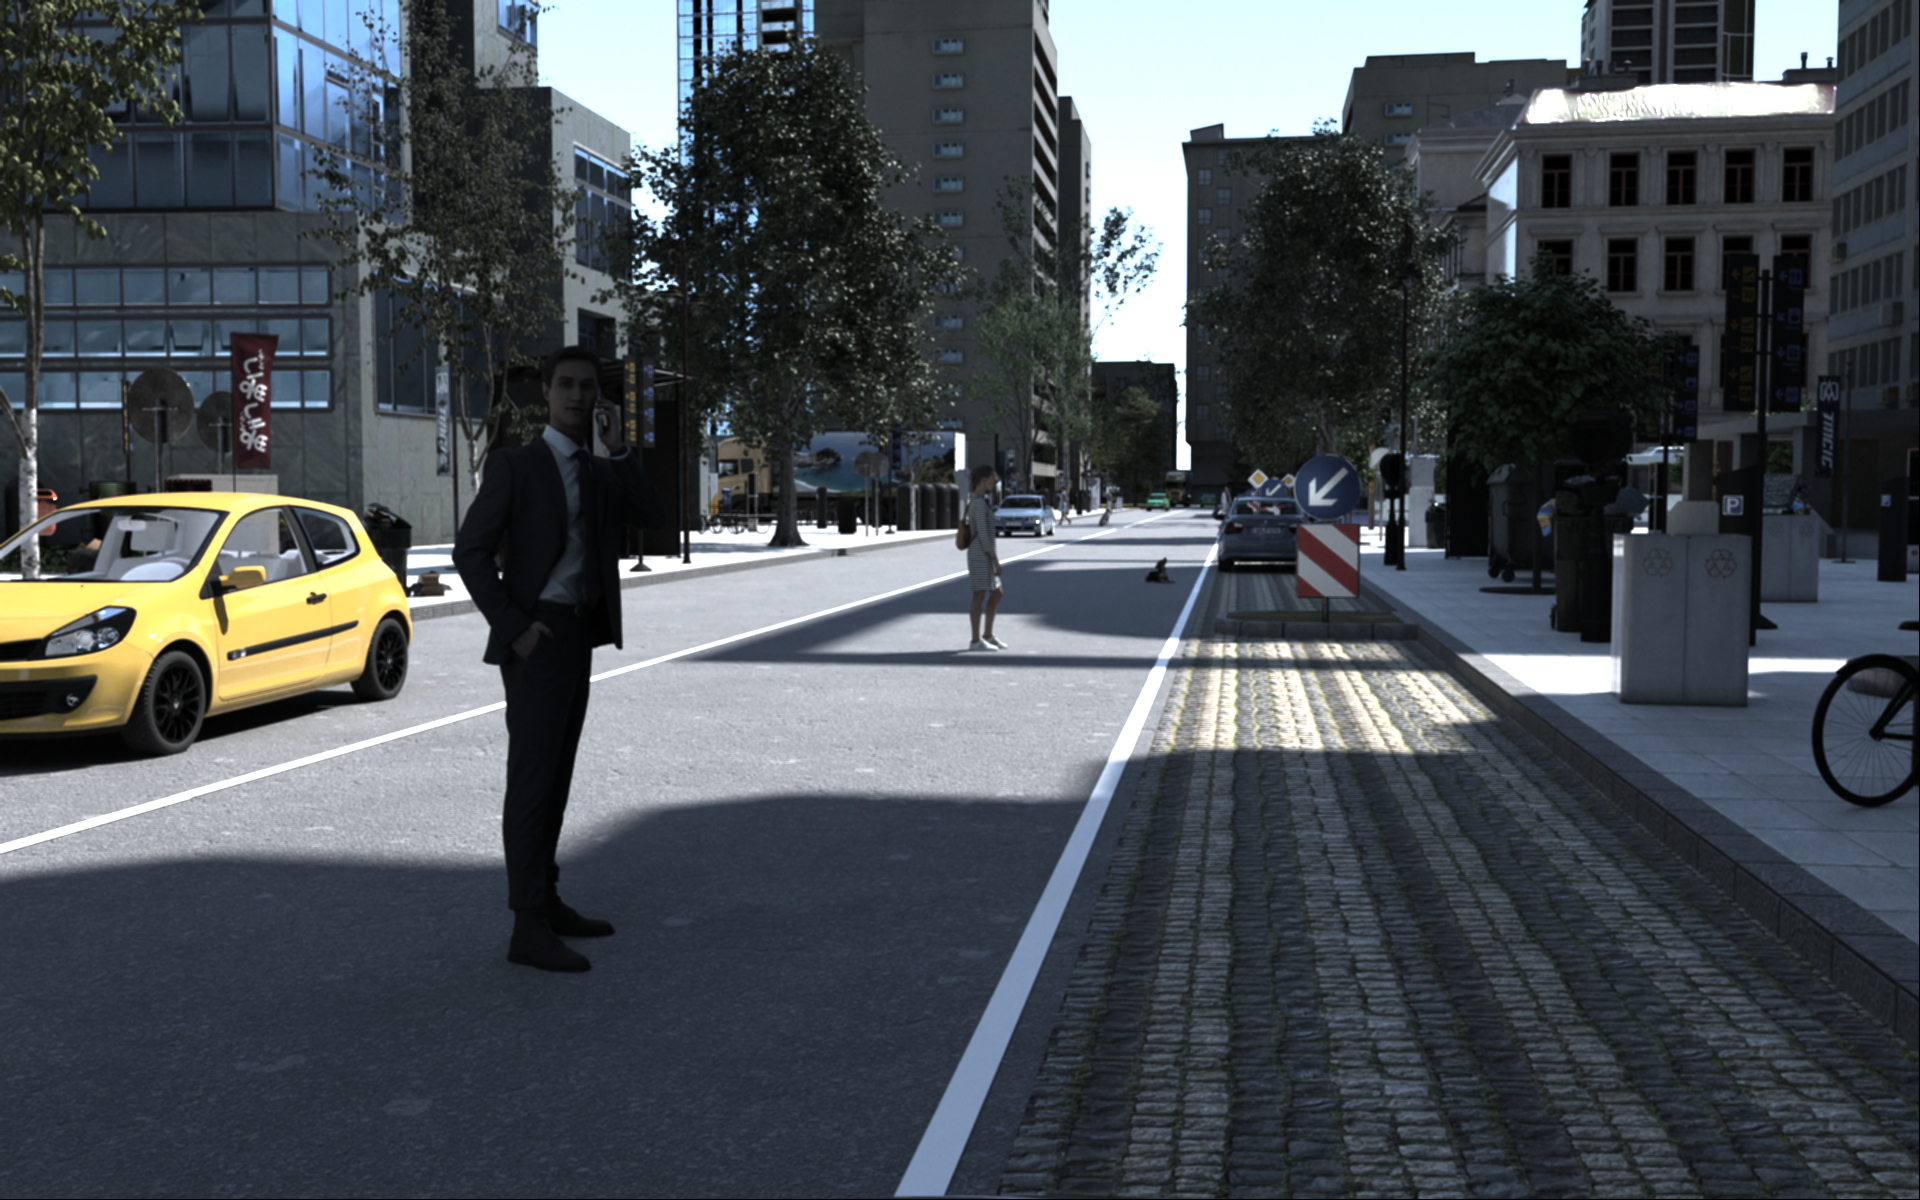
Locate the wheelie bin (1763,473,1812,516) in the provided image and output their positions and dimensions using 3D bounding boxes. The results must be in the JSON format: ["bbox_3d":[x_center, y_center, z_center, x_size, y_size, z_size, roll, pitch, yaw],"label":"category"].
[{"bbox_3d":[12.638,-1.149,26.702,0.693,1.594,0.980,-2,4,-32],"label":"wheelie bin"}]

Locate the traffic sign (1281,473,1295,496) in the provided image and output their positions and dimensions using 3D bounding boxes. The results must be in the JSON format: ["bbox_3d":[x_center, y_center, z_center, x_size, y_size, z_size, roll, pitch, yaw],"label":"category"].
[{"bbox_3d":[18.303,-5.836,96.604,0.795,2.450,0.064,1,4,18],"label":"traffic sign"}]

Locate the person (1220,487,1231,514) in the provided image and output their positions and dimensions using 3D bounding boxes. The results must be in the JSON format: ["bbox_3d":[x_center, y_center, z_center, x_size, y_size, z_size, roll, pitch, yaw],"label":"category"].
[{"bbox_3d":[15.317,-5.604,100.004,0.514,1.842,0.818,-3,5,-43],"label":"person"}]

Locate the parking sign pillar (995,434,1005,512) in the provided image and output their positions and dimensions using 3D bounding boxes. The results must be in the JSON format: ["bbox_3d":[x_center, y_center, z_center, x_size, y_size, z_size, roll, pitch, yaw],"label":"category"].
[{"bbox_3d":[1.791,-5.488,78.201,1.447,3.967,1.447,0,4,2],"label":"parking sign pillar"}]

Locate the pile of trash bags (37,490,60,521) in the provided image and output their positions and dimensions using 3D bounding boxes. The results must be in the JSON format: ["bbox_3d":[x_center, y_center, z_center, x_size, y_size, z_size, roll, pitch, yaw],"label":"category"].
[{"bbox_3d":[-19.602,-1.489,34.092,3.447,1.369,1.912,-3,5,-43],"label":"pile of trash bags"}]

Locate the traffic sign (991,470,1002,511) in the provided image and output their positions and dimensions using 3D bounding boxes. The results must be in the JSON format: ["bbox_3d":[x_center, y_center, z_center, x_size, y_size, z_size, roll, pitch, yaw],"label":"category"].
[{"bbox_3d":[1.270,-3.991,68.901,0.795,2.450,0.064,1,4,9],"label":"traffic sign"}]

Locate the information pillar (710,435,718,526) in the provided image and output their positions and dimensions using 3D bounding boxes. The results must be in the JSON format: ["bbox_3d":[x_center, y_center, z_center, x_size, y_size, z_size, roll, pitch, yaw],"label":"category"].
[{"bbox_3d":[-9.753,-4.726,68.617,0.183,3.616,0.504,-3,5,-39],"label":"information pillar"}]

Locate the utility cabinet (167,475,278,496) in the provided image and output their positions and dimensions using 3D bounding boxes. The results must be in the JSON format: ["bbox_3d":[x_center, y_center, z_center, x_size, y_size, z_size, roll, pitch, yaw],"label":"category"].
[{"bbox_3d":[-8.557,-0.701,20.145,0.318,1.500,1.173,3,5,41],"label":"utility cabinet"}]

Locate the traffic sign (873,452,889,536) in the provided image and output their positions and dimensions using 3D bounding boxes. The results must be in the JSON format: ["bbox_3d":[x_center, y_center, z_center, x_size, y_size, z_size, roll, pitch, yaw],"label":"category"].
[{"bbox_3d":[-2.516,-3.202,52.466,0.768,2.556,0.104,1,4,13],"label":"traffic sign"}]

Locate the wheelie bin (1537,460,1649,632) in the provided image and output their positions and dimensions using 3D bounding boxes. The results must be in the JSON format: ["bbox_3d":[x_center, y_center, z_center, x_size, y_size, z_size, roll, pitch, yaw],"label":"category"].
[{"bbox_3d":[5.912,-0.507,16.192,0.980,1.594,0.693,1,4,17],"label":"wheelie bin"}]

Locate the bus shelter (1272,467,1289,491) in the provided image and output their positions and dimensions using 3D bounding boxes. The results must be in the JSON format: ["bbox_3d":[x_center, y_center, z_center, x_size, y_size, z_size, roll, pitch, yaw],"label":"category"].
[{"bbox_3d":[25.310,-8.946,137.556,1.731,3.624,6.357,1,4,9],"label":"bus shelter"}]

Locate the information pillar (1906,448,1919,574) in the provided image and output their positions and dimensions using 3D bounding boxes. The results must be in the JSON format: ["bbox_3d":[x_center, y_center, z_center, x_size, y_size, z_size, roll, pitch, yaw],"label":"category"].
[{"bbox_3d":[15.436,-1.435,27.946,0.304,2.012,0.304,2,4,32],"label":"information pillar"}]

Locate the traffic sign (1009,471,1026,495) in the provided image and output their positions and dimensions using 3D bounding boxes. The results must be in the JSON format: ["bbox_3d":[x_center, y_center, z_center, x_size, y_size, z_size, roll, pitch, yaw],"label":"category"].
[{"bbox_3d":[2.542,-4.474,76.784,0.795,2.450,0.064,1,4,9],"label":"traffic sign"}]

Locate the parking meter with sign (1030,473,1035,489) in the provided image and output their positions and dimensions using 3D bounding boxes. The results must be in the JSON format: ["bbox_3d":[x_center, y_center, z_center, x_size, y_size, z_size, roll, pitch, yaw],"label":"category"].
[{"bbox_3d":[6.154,-9.133,145.587,0.543,3.016,1.738,2,4,29],"label":"parking meter with sign"}]

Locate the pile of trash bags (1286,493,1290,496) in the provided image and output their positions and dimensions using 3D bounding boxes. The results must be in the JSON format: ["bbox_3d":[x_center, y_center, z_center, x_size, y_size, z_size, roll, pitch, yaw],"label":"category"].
[{"bbox_3d":[20.696,-6.055,108.744,1.912,1.369,3.447,0,4,6],"label":"pile of trash bags"}]

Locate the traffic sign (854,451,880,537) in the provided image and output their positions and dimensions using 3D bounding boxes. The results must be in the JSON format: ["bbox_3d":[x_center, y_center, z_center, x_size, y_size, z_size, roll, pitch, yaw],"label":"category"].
[{"bbox_3d":[-2.772,-3.146,51.539,0.768,2.556,0.104,1,4,10],"label":"traffic sign"}]

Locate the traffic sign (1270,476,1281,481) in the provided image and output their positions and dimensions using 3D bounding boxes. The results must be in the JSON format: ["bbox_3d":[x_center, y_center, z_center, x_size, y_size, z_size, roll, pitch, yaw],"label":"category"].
[{"bbox_3d":[21.828,-7.336,120.056,0.768,2.556,0.104,1,4,10],"label":"traffic sign"}]

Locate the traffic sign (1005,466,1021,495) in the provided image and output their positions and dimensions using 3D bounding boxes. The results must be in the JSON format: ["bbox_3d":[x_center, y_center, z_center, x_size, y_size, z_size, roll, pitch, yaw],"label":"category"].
[{"bbox_3d":[2.390,-4.842,79.276,0.768,2.556,0.104,1,4,17],"label":"traffic sign"}]

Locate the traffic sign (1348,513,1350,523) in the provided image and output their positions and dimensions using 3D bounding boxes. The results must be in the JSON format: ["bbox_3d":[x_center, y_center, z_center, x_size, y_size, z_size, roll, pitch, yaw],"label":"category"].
[{"bbox_3d":[10.650,-2.830,47.450,0.795,2.450,0.064,1,4,10],"label":"traffic sign"}]

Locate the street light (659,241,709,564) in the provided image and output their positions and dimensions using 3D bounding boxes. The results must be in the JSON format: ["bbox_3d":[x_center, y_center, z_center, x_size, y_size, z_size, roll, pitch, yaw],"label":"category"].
[{"bbox_3d":[-5.047,-3.611,31.825,0.468,5.910,1.993,1,4,9],"label":"street light"}]

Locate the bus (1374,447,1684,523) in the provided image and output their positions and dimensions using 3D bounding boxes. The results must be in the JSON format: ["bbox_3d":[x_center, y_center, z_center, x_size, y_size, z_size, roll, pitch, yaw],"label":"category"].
[{"bbox_3d":[22.339,-4.548,69.220,13.247,3.499,2.948,1,4,10],"label":"bus"}]

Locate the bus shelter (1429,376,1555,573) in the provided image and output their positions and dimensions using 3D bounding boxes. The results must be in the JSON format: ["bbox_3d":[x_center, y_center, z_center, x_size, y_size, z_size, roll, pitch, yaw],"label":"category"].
[{"bbox_3d":[9.609,-2.434,31.084,1.731,3.624,6.357,1,4,9],"label":"bus shelter"}]

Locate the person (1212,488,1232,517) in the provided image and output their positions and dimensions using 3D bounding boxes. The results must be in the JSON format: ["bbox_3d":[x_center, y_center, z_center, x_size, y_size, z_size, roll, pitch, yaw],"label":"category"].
[{"bbox_3d":[16.634,-6.163,109.474,1.509,1.804,0.699,-1,4,-15],"label":"person"}]

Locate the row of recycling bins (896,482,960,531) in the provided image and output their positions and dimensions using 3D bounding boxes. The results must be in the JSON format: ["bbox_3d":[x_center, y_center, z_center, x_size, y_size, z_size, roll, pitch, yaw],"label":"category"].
[{"bbox_3d":[-1.064,-3.337,61.673,1.069,1.692,3.534,2,4,31],"label":"row of recycling bins"}]

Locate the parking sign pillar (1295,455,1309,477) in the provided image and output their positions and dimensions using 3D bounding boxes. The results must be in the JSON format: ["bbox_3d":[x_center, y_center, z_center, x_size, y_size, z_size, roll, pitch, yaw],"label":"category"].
[{"bbox_3d":[23.520,-7.919,117.943,1.447,3.967,1.447,-1,4,-12],"label":"parking sign pillar"}]

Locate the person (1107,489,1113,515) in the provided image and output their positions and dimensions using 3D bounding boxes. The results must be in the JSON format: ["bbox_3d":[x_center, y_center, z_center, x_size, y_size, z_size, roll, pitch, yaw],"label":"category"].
[{"bbox_3d":[10.346,-6.747,119.366,0.362,1.759,0.519,2,4,26],"label":"person"}]

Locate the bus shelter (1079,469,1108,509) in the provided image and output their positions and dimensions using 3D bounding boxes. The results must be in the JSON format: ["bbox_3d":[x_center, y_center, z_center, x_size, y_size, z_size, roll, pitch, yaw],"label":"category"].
[{"bbox_3d":[11.118,-9.183,144.069,2.014,3.302,5.546,1,4,9],"label":"bus shelter"}]

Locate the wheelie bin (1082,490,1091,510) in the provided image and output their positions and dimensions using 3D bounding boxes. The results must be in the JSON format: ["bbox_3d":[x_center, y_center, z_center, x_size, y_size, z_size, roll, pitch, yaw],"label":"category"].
[{"bbox_3d":[10.042,-7.905,137.150,0.980,1.594,0.693,3,4,38],"label":"wheelie bin"}]

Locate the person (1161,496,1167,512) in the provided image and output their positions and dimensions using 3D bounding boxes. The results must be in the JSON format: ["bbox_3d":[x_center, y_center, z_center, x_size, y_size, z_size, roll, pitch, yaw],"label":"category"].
[{"bbox_3d":[16.490,-7.780,139.950,0.590,1.304,0.306,-3,4,-36],"label":"person"}]

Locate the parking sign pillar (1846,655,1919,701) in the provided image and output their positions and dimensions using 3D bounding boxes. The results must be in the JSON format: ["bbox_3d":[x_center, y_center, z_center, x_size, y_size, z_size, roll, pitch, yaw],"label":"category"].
[{"bbox_3d":[6.506,-1.379,11.016,1.447,3.967,1.447,2,4,25],"label":"parking sign pillar"}]

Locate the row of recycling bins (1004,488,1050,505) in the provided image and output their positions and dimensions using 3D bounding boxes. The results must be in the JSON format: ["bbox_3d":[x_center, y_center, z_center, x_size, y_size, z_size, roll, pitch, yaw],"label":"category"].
[{"bbox_3d":[4.317,-6.619,115.331,3.534,1.692,1.069,-1,4,-20],"label":"row of recycling bins"}]

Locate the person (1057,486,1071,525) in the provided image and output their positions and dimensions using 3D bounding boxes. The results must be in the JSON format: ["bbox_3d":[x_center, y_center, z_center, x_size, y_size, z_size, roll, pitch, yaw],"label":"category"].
[{"bbox_3d":[4.850,-4.388,80.344,0.778,1.811,0.616,2,4,35],"label":"person"}]

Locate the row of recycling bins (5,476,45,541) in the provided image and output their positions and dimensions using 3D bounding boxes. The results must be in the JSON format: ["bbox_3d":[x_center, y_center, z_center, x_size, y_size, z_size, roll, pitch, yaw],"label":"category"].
[{"bbox_3d":[-22.344,-1.926,38.595,3.534,1.692,1.069,-2,4,-24],"label":"row of recycling bins"}]

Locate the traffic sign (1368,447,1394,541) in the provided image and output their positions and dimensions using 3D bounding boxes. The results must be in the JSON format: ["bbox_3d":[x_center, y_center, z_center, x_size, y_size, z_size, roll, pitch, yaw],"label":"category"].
[{"bbox_3d":[11.442,-2.869,47.011,0.768,2.556,0.104,1,4,14],"label":"traffic sign"}]

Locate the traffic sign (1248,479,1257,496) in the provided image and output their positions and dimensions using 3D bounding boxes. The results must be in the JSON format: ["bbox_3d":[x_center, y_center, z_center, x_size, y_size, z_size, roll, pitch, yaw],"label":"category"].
[{"bbox_3d":[12.850,-4.371,75.105,0.795,2.450,0.064,1,4,9],"label":"traffic sign"}]

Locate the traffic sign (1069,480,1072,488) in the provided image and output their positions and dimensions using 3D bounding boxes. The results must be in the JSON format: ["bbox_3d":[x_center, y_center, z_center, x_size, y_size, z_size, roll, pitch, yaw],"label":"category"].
[{"bbox_3d":[7.972,-7.697,127.974,0.606,2.300,0.079,1,4,10],"label":"traffic sign"}]

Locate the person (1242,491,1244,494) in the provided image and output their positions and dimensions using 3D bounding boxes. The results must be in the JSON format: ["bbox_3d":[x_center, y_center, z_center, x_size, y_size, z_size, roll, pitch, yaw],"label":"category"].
[{"bbox_3d":[31.296,-11.131,191.206,0.721,1.735,1.217,2,4,25],"label":"person"}]

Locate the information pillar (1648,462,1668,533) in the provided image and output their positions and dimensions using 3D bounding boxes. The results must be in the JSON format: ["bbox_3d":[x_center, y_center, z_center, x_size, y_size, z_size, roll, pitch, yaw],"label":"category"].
[{"bbox_3d":[16.039,-2.160,39.812,0.304,2.012,0.304,0,4,-7],"label":"information pillar"}]

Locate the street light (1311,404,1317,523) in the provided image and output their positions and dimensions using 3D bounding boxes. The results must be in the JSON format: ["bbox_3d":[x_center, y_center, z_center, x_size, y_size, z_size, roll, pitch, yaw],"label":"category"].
[{"bbox_3d":[13.493,-5.705,66.067,0.468,5.910,1.993,1,4,9],"label":"street light"}]

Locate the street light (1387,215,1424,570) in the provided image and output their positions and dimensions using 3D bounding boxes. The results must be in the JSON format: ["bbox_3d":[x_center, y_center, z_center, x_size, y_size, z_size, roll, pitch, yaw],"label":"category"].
[{"bbox_3d":[7.441,-3.441,29.050,0.468,5.910,1.993,1,4,9],"label":"street light"}]

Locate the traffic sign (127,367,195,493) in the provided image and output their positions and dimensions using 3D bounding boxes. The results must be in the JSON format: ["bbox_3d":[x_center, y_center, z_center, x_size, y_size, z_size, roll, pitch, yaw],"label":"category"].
[{"bbox_3d":[-8.051,-1.060,17.435,0.768,2.556,0.104,1,4,12],"label":"traffic sign"}]

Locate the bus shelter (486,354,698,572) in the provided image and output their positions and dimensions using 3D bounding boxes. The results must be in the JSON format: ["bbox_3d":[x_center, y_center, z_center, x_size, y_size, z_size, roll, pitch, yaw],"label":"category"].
[{"bbox_3d":[-6.559,-2.467,31.619,1.731,3.624,6.357,1,4,9],"label":"bus shelter"}]

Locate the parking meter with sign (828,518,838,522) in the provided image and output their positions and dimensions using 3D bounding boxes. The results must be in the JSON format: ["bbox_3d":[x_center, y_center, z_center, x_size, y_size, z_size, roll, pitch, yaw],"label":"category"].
[{"bbox_3d":[-5.418,-5.198,81.249,1.738,3.016,0.543,-1,4,-22],"label":"parking meter with sign"}]

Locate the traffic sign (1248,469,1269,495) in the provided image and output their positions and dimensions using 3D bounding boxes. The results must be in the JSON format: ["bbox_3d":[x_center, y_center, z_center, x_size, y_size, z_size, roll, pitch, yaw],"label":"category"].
[{"bbox_3d":[11.578,-3.889,67.222,0.795,2.450,0.064,1,4,9],"label":"traffic sign"}]

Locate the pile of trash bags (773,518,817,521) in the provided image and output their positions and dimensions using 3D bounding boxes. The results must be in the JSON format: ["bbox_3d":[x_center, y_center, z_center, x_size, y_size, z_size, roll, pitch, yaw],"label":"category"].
[{"bbox_3d":[-7.583,-4.539,83.967,1.912,1.369,3.447,2,4,31],"label":"pile of trash bags"}]

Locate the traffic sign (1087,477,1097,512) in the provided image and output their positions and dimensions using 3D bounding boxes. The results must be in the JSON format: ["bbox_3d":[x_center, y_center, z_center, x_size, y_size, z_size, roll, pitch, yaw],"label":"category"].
[{"bbox_3d":[9.538,-7.696,125.932,0.768,2.556,0.104,1,4,17],"label":"traffic sign"}]

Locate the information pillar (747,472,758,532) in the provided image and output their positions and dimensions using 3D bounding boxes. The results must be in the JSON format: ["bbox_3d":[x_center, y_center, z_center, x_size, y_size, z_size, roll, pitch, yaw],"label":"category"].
[{"bbox_3d":[-7.055,-3.329,58.920,0.304,2.012,0.304,0,4,4],"label":"information pillar"}]

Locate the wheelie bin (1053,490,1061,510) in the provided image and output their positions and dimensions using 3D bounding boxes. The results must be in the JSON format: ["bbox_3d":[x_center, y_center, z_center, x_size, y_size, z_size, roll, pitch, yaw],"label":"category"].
[{"bbox_3d":[7.906,-8.090,140.186,0.693,1.594,0.980,-3,4,-36],"label":"wheelie bin"}]

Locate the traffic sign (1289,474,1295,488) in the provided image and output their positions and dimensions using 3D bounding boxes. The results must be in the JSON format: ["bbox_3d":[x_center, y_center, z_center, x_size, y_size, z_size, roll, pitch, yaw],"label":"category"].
[{"bbox_3d":[19.106,-6.044,99.999,0.795,2.450,0.064,1,4,16],"label":"traffic sign"}]

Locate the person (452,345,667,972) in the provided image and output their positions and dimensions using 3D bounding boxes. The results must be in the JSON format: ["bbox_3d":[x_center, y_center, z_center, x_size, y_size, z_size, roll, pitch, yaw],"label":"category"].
[{"bbox_3d":[-1.238,0.145,5.490,0.474,1.900,0.648,1,4,21],"label":"person"}]

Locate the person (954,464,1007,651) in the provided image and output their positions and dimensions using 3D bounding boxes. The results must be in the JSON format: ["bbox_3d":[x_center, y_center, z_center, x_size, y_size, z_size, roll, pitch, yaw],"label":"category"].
[{"bbox_3d":[0.204,-0.386,15.807,0.522,1.701,0.512,0,4,-7],"label":"person"}]

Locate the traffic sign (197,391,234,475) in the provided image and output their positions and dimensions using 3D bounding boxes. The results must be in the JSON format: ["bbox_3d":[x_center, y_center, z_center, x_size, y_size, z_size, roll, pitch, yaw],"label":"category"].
[{"bbox_3d":[-9.115,-1.303,21.411,0.768,2.556,0.104,1,4,16],"label":"traffic sign"}]
